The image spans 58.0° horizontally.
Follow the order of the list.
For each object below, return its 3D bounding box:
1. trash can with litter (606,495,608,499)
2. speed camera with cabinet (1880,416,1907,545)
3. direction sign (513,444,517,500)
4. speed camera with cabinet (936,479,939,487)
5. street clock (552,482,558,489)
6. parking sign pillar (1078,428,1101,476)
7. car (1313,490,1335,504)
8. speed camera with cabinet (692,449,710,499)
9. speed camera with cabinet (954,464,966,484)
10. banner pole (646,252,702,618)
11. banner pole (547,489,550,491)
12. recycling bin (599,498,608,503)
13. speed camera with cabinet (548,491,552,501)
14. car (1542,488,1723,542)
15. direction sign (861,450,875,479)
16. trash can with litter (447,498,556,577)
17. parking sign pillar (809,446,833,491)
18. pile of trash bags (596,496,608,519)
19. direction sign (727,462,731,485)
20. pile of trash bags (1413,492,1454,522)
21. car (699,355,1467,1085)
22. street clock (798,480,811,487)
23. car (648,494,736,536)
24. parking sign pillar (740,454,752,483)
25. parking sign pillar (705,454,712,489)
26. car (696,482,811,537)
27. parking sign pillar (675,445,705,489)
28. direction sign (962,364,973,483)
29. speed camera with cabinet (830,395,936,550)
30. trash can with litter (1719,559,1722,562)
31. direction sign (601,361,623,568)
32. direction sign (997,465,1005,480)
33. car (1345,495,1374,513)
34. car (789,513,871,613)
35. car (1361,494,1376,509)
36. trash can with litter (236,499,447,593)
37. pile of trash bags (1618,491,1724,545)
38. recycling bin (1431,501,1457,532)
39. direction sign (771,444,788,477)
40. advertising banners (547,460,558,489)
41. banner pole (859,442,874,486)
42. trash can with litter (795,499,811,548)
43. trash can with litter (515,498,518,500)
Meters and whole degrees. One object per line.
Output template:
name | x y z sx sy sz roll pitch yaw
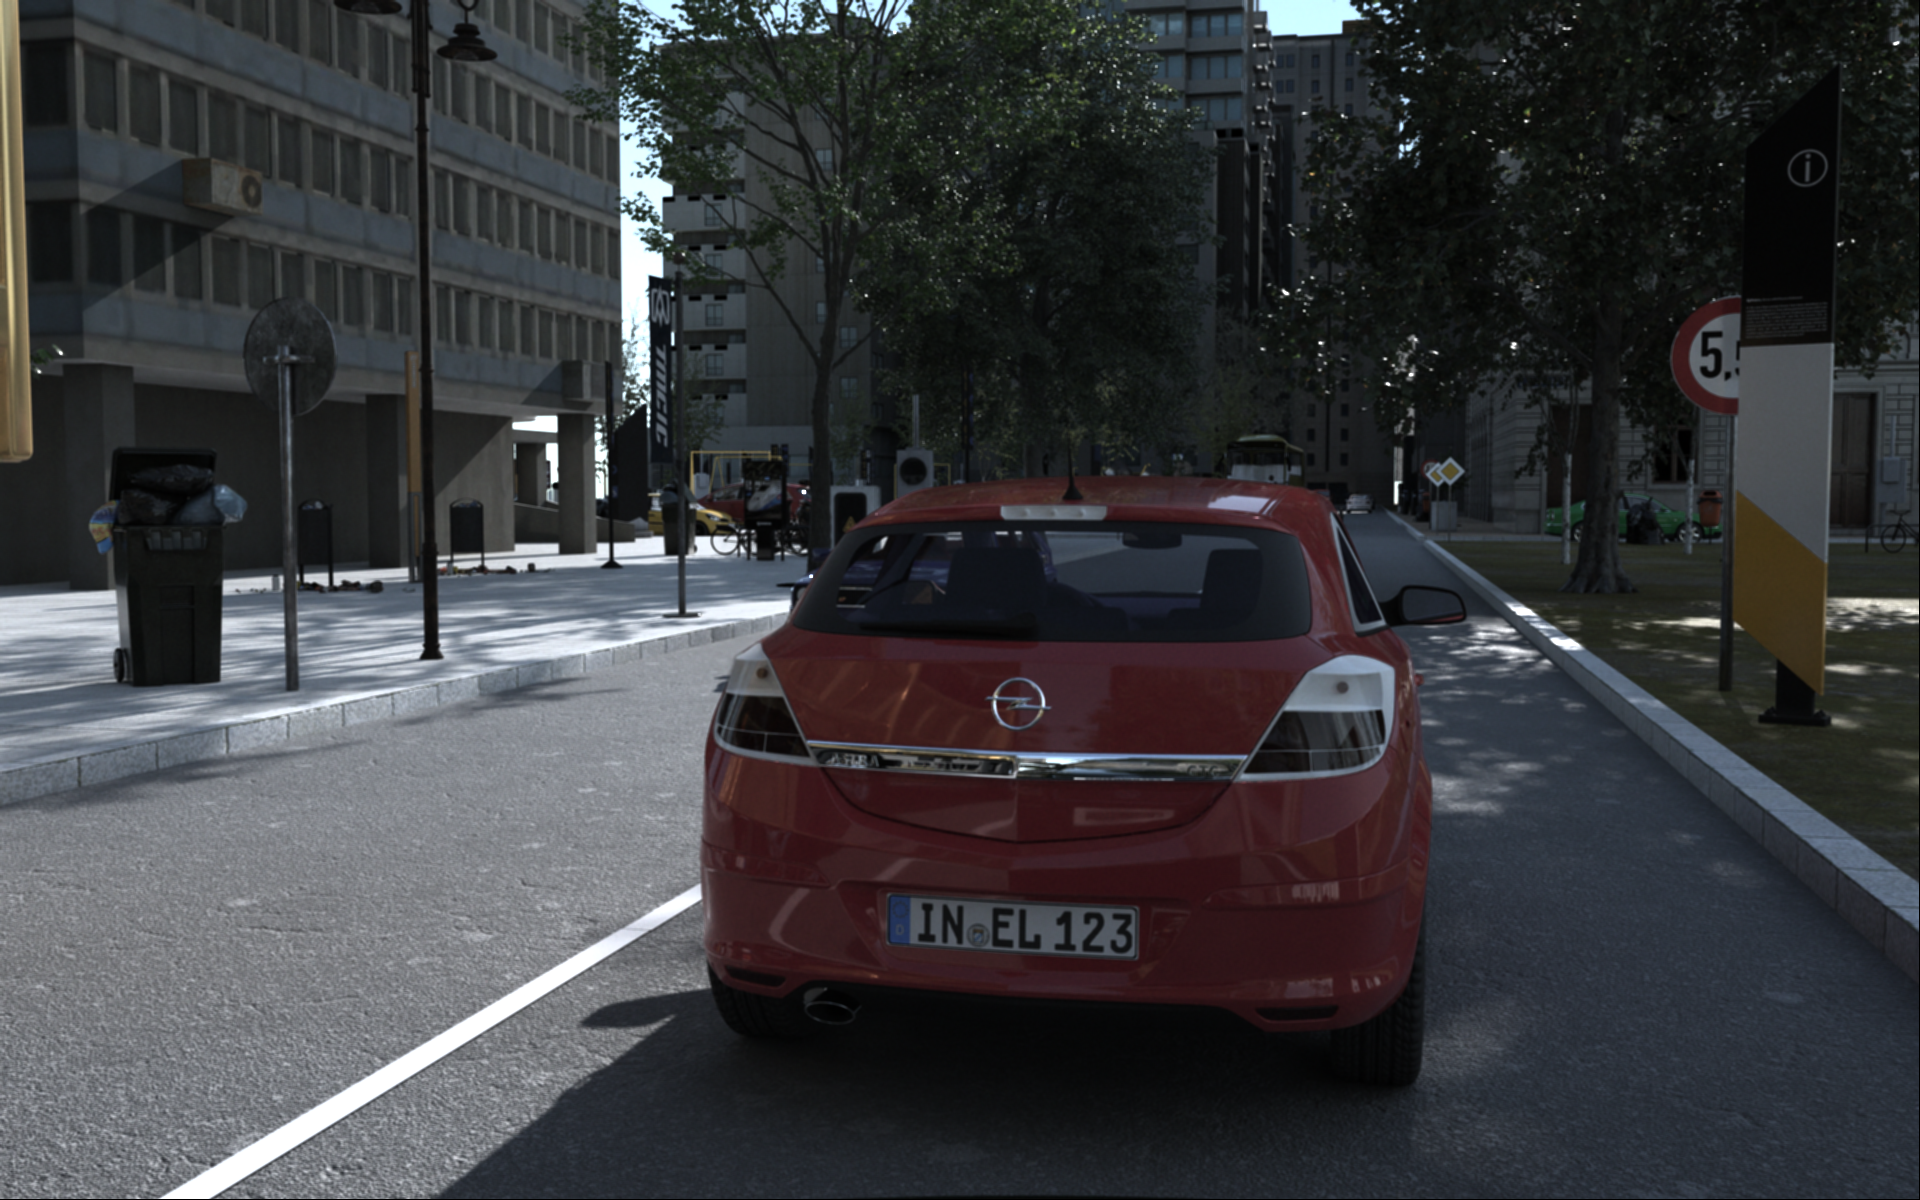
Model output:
trash can with litter | -28.439 -7.928 140.677 2.233 1.210 1.678 3 5 43
speed camera with cabinet | 24.181 -3.008 43.519 2.038 3.252 0.660 2 4 30
direction sign | -17.723 -4.699 68.829 0.379 3.537 0.876 3 5 41
speed camera with cabinet | -2.359 -6.900 107.152 2.038 3.252 0.660 1 4 18
street clock | -24.400 -6.121 104.645 0.471 2.002 0.358 -2 4 -26
parking sign pillar | 5.033 -4.830 67.448 1.447 3.967 1.447 -1 4 -18
car | 30.309 -8.368 145.495 2.281 1.827 5.304 1 4 13
speed camera with cabinet | -10.911 -5.072 77.260 2.038 3.252 0.660 -2 4 -26
speed camera with cabinet | -0.550 -7.259 113.026 2.038 3.252 0.660 2 4 33
banner pole | -2.986 -1.700 17.809 0.401 3.779 0.863 1 4 20
banner pole | -33.061 -9.093 138.691 0.863 3.779 0.401 0 4 5
recycling bin | -20.476 -5.277 98.831 0.722 1.027 0.722 3 5 44
speed camera with cabinet | -20.788 -5.718 87.820 2.038 3.252 0.660 1 4 19
car | 18.792 -2.426 48.454 4.718 1.807 1.959 1 4 13
direction sign | -4.738 -5.950 89.287 0.876 3.537 0.379 2 4 34
trash can with litter | -7.551 -1.037 28.005 2.233 1.210 1.678 -2 4 -33
parking sign pillar | -7.744 -6.603 96.438 1.447 3.967 1.447 -1 4 -15
pile of trash bags | -17.652 -4.664 86.013 3.447 1.369 1.912 -2 4 -26
direction sign | -16.574 -8.092 124.294 0.379 3.537 0.876 1 4 11
pile of trash bags | 21.703 -4.264 79.475 1.912 1.369 3.447 2 4 24
car | 0.609 0.197 5.825 2.155 1.783 4.494 1 4 13
street clock | -7.908 -5.059 87.284 0.471 2.002 0.358 1 4 11
car | -9.013 -2.702 54.400 3.980 1.641 2.015 1 4 15
parking sign pillar | -14.379 -7.873 117.195 1.447 3.967 1.447 -3 5 -39
parking sign pillar | -16.967 -7.760 115.350 1.447 3.967 1.447 1 4 19
car | -7.065 -2.910 56.250 5.304 1.827 2.281 1 4 12
parking sign pillar | -14.536 -6.358 92.422 1.447 3.967 1.447 -1 4 -13
direction sign | 0.132 -2.359 30.574 0.379 3.537 0.876 1 4 12
speed camera with cabinet | -1.577 -2.452 34.433 2.038 3.252 0.660 0 4 6
trash can with litter | 14.048 -1.182 30.710 1.055 1.170 0.624 3 5 40
direction sign | -6.040 -2.320 29.929 0.379 3.537 0.876 0 4 -5
direction sign | 3.151 -8.690 134.079 0.876 3.537 0.379 -3 4 -38
car | 30.206 -7.256 130.995 2.083 1.381 4.827 1 4 14
car | -0.225 -0.171 15.378 1.945 1.354 3.894 1 4 13
car | 38.370 -9.300 164.064 2.014 1.417 4.499 1 4 11
trash can with litter | -8.277 -0.722 22.860 2.233 1.210 1.678 1 4 22
pile of trash bags | 17.714 -2.121 44.433 3.447 1.369 1.912 2 4 28
recycling bin | 16.541 -2.852 59.180 0.722 1.027 0.722 0 4 2
direction sign | -8.207 -5.315 78.902 0.876 3.537 0.379 1 4 23
advertising banners | -20.731 -5.720 89.716 2.074 3.025 0.090 -3 5 -43
banner pole | -4.281 -5.663 82.614 0.401 3.779 0.863 2 4 29
trash can with litter | -3.330 -1.810 40.983 1.055 1.170 0.624 -1 4 -18
trash can with litter | -16.612 -3.209 63.851 1.055 1.170 0.624 -2 4 -30
